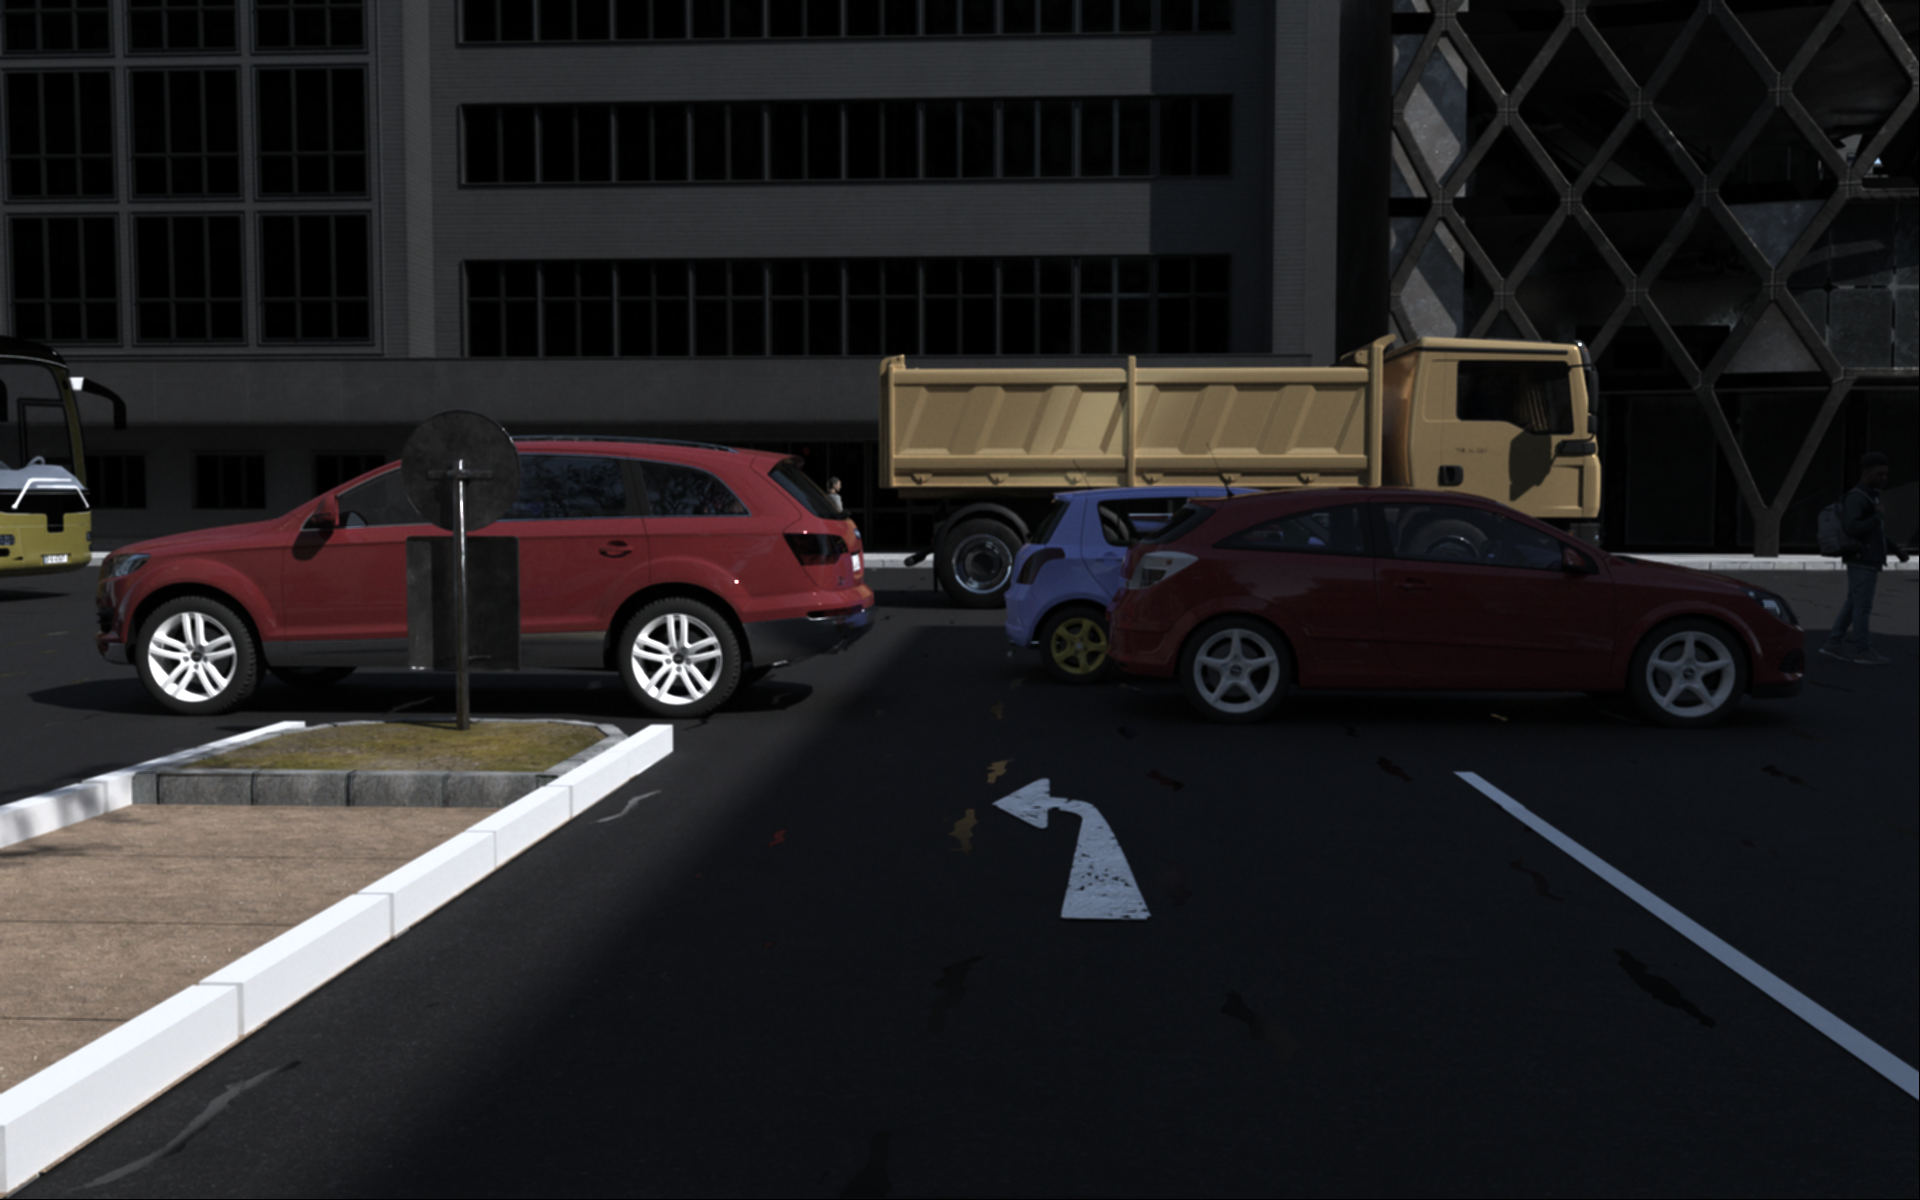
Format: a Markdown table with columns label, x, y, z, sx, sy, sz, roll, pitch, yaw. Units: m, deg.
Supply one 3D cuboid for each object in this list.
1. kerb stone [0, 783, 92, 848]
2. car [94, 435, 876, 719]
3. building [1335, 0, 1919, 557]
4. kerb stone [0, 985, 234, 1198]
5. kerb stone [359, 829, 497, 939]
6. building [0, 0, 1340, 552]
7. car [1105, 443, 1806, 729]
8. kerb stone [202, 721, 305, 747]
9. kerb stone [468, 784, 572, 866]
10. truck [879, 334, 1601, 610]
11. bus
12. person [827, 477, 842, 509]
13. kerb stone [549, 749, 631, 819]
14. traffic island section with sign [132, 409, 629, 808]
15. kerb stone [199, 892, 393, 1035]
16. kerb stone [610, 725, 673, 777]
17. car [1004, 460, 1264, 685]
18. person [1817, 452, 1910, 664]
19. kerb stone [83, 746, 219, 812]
| label | x | y | z | sx | sy | sz | roll | pitch | yaw |
| --- | --- | --- | --- | --- | --- | --- | --- | --- | --- |
| kerb stone | -3.899 | 0.922 | 7.210 | 0.120 | 0.150 | 1.000 | 0 | 4 | 3 |
| car | -3.247 | -0.204 | 12.011 | 5.304 | 1.827 | 2.281 | 0 | 4 | 3 |
| building | 17.876 | -10.705 | 42.482 | 16.811 | 18.784 | 16.820 | 0 | 4 | 3 |
| kerb stone | -1.973 | 1.111 | 4.024 | 0.120 | 0.150 | 1.000 | 0 | 4 | 3 |
| kerb stone | -1.854 | 0.986 | 6.076 | 0.120 | 0.150 | 1.000 | 0 | 4 | 3 |
| building | -6.662 | -13.660 | 42.405 | 30.058 | 24.678 | 14.314 | 0 | 4 | 3 |
| car | 3.217 | -0.149 | 11.475 | 4.494 | 1.783 | 2.155 | 0 | 4 | 4 |
| kerb stone | -3.781 | 0.790 | 9.278 | 0.120 | 0.150 | 1.000 | 0 | 4 | 3 |
| kerb stone | -1.800 | 0.923 | 7.100 | 0.120 | 0.150 | 1.000 | 0 | 4 | 3 |
| truck | 3.939 | -1.620 | 22.404 | 9.791 | 3.379 | 3.469 | 0 | 4 | 3 |
| bus | -18.034 | -1.962 | 23.632 | 12.252 | 3.916 | 2.896 | 0 | 4 | 4 |
| person | -2.259 | -1.333 | 31.042 | 0.466 | 1.731 | 0.760 | 1 | 4 | 11 |
| kerb stone | -1.737 | 0.860 | 8.129 | 0.120 | 0.150 | 1.000 | 0 | 4 | 3 |
| traffic island section with sign | -2.747 | -0.042 | 8.822 | 2.006 | 1.907 | 1.989 | 0 | 4 | 3 |
| kerb stone | -1.914 | 1.049 | 5.052 | 0.120 | 0.150 | 1.000 | 0 | 4 | 3 |
| kerb stone | -1.687 | 0.800 | 9.155 | 0.120 | 0.150 | 1.000 | 0 | 4 | 3 |
| car | 2.195 | -0.253 | 13.723 | 3.694 | 1.707 | 1.945 | 0 | 4 | 1 |
| person | 7.646 | -0.355 | 14.658 | 0.721 | 1.781 | 0.623 | 2 | 4 | 24 |
| kerb stone | -3.841 | 0.853 | 8.244 | 0.120 | 0.150 | 1.000 | 0 | 4 | 3 |
